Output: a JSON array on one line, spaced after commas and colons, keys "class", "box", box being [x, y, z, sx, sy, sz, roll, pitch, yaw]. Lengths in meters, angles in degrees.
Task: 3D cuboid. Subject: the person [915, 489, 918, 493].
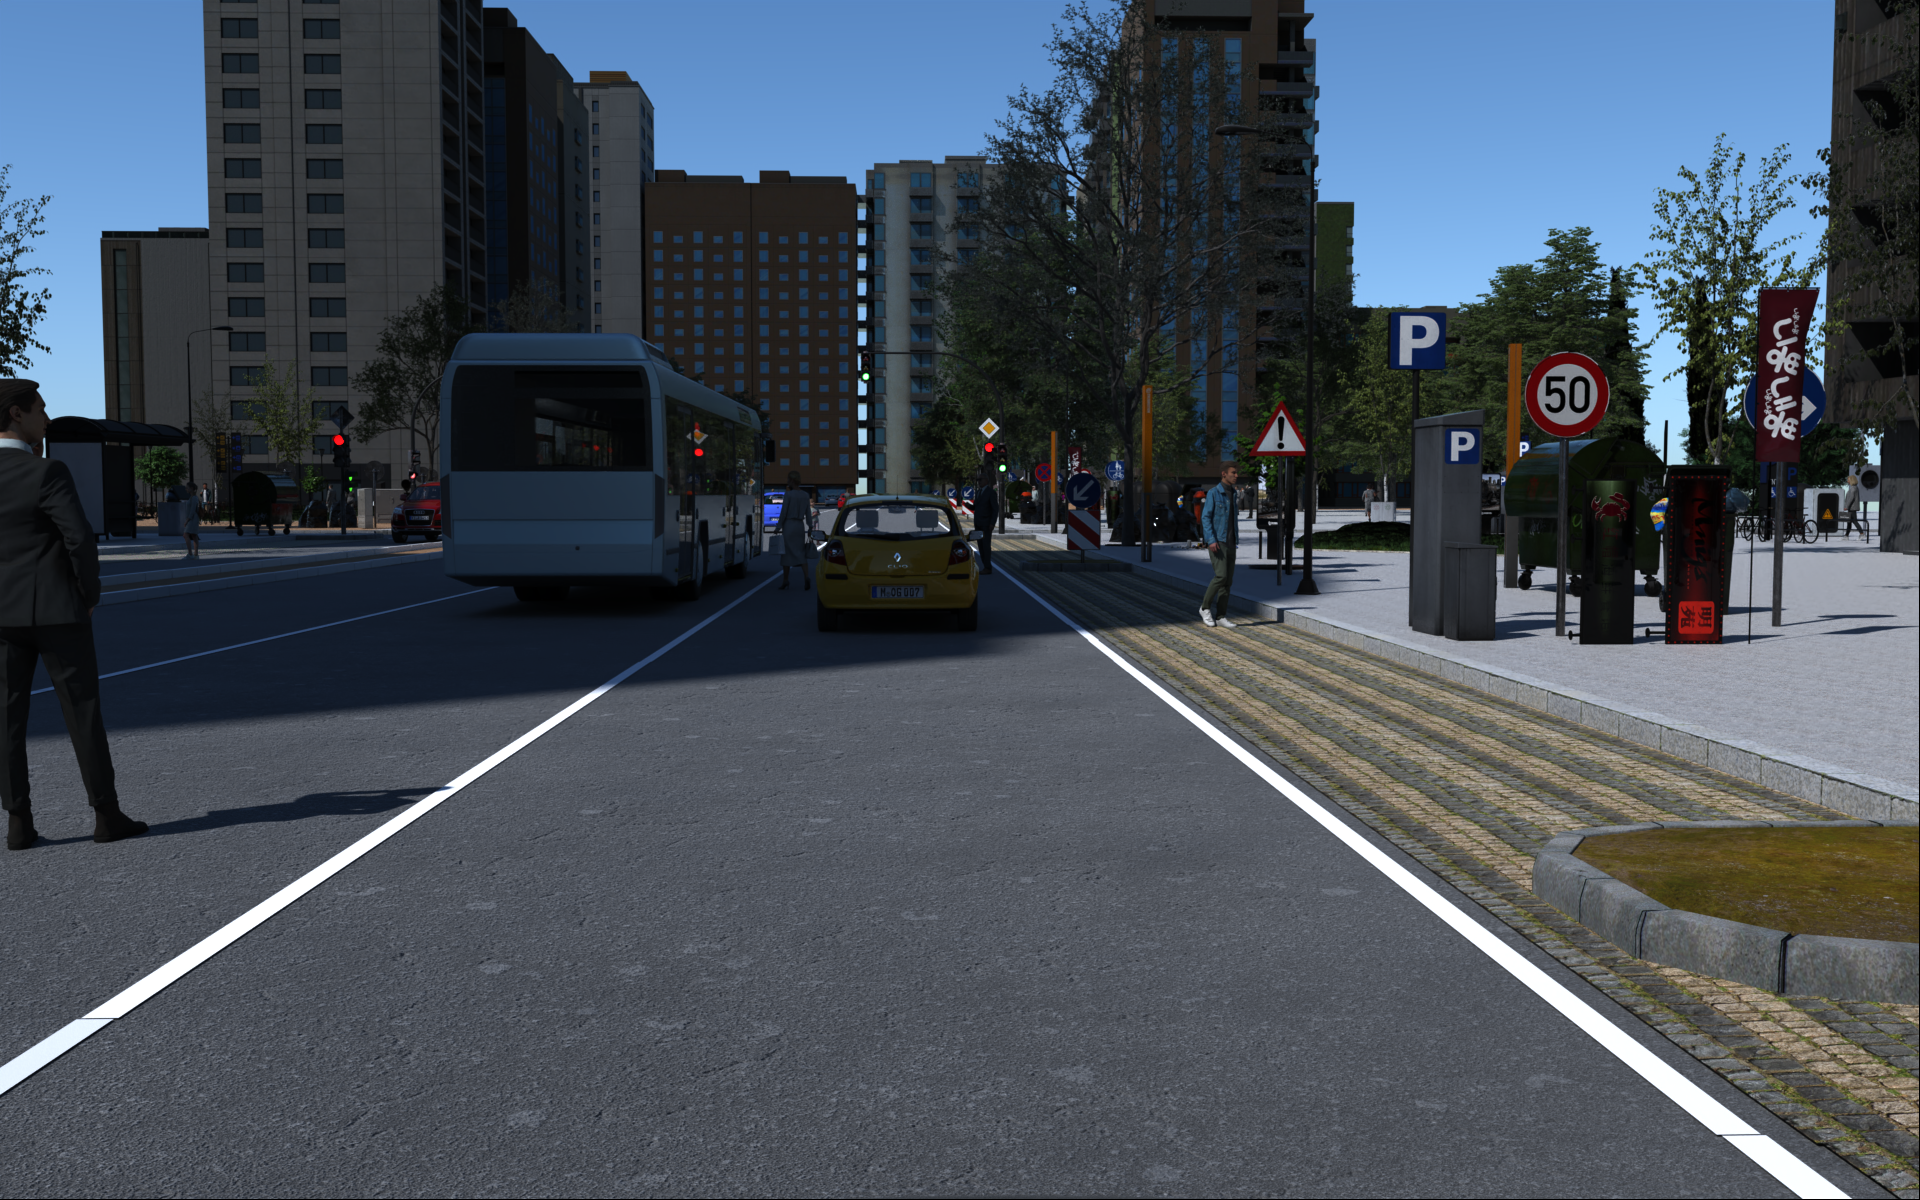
[{"class": "person", "box": [-3.280, -7.548, 131.913, 0.555, 1.821, 0.388, 0, 4, -1]}]

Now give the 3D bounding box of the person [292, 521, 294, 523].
[{"class": "person", "box": [-29.786, -4.307, 76.557, 0.767, 1.812, 0.694, -3, 5, -39]}]

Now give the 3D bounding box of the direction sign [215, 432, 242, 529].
[{"class": "direction sign", "box": [-26.818, -4.378, 63.580, 0.876, 3.537, 0.379, -1, 4, -11]}]

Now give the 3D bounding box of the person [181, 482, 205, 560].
[{"class": "person", "box": [-16.830, -1.741, 37.973, 0.522, 1.701, 0.512, -2, 4, -29]}]

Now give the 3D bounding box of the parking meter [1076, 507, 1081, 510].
[{"class": "parking meter", "box": [5.259, -4.123, 75.822, 0.372, 1.533, 0.369, 0, 3, 0]}]

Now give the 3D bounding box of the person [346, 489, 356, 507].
[{"class": "person", "box": [-32.788, -5.309, 93.126, 0.520, 1.790, 0.573, -2, 4, -27]}]

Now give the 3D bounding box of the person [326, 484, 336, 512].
[{"class": "person", "box": [-34.586, -5.452, 95.280, 0.767, 1.812, 0.694, 1, 4, 23]}]

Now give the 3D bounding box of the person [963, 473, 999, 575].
[{"class": "person", "box": [0.372, -1.366, 31.003, 0.590, 1.801, 0.661, -3, 5, -40]}]

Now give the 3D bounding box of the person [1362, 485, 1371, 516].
[{"class": "person", "box": [23.517, -5.720, 99.837, 0.678, 1.792, 0.850, 1, 4, 18]}]

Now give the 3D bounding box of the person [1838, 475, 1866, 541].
[{"class": "person", "box": [24.564, -2.535, 47.674, 0.728, 1.800, 0.709, 3, 5, 42]}]

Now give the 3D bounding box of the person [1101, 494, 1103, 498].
[{"class": "person", "box": [12.662, -9.392, 159.744, 1.348, 1.807, 0.705, 3, 5, 41]}]

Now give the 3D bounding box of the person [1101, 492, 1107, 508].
[{"class": "person", "box": [13.514, -9.534, 162.377, 0.568, 1.767, 0.683, 3, 4, 38]}]

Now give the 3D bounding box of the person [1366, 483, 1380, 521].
[{"class": "person", "box": [19.236, -4.533, 80.515, 0.532, 1.782, 0.716, -3, 5, -44]}]

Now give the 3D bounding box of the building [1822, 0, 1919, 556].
[{"class": "building", "box": [25.876, -16.094, 34.840, 14.160, 30.474, 14.107, 0, 4, -2]}]

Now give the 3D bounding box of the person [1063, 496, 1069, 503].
[{"class": "person", "box": [6.609, -5.954, 107.658, 0.475, 1.303, 0.640, 3, 4, 38]}]

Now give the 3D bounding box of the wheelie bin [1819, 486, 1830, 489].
[{"class": "wheelie bin", "box": [33.997, -3.684, 68.145, 0.693, 1.594, 0.980, 0, 4, -2]}]

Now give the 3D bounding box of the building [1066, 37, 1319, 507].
[{"class": "building", "box": [25.012, -34.632, 185.847, 23.786, 49.044, 30.456, 0, 4, -2]}]

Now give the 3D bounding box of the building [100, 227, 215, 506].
[{"class": "building", "box": [-84.652, -25.688, 191.702, 14.107, 30.474, 14.160, 0, 4, -2]}]

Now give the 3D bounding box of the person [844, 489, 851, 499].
[{"class": "person", "box": [-7.598, -6.667, 117.782, 0.520, 1.790, 0.573, 1, 4, 12]}]

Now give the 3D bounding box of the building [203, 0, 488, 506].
[{"class": "building", "box": [-49.254, -43.286, 145.970, 20.563, 71.187, 20.611, 0, 4, -2]}]

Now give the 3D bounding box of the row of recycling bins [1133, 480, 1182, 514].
[{"class": "row of recycling bins", "box": [5.925, -2.821, 53.243, 1.069, 1.692, 3.534, -1, 4, -13]}]

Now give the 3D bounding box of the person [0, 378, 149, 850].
[{"class": "person", "box": [-3.772, 0.045, 7.125, 0.648, 1.900, 0.474, 0, 4, 1]}]

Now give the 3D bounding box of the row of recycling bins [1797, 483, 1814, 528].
[{"class": "row of recycling bins", "box": [32.093, -3.619, 66.288, 1.069, 1.692, 3.534, 2, 4, 24]}]

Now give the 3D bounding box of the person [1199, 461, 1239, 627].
[{"class": "person", "box": [2.786, -0.593, 18.534, 0.601, 1.785, 0.444, -3, 4, -37]}]

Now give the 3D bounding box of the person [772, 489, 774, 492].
[{"class": "person", "box": [-13.185, -6.959, 122.508, 0.478, 1.798, 0.641, 0, 3, 0]}]

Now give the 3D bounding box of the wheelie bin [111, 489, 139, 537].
[{"class": "wheelie bin", "box": [-25.293, -2.725, 52.461, 0.693, 1.594, 0.980, 0, 4, -2]}]

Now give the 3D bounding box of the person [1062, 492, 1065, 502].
[{"class": "person", "box": [8.754, -8.413, 146.816, 0.991, 1.433, 0.599, 3, 4, 38]}]

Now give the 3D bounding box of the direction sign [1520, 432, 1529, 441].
[{"class": "direction sign", "box": [20.456, -4.377, 63.554, 0.876, 3.537, 0.379, -1, 4, -14]}]

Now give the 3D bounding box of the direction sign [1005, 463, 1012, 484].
[{"class": "direction sign", "box": [3.340, -8.242, 126.758, 0.876, 3.537, 0.379, 1, 4, 8]}]

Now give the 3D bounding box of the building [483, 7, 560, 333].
[{"class": "building", "box": [-46.332, -31.445, 164.241, 14.600, 45.320, 14.200, 0, 4, -2]}]

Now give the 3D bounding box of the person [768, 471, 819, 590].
[{"class": "person", "box": [-2.478, -1.038, 25.826, 0.694, 1.780, 0.624, -2, 4, -24]}]

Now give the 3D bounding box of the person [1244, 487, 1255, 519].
[{"class": "person", "box": [15.135, -5.218, 90.713, 0.474, 1.900, 0.648, 2, 4, 25]}]

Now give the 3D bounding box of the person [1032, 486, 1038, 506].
[{"class": "person", "box": [4.398, -5.929, 103.472, 0.782, 1.767, 0.515, 2, 4, 28]}]

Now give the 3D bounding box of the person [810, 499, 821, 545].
[{"class": "person", "box": [-4.060, -2.184, 48.480, 0.394, 1.301, 0.425, 3, 5, 40]}]

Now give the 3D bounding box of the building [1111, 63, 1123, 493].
[{"class": "building", "box": [21.127, -29.365, 163.712, 14.154, 41.232, 14.086, 0, 4, -2]}]

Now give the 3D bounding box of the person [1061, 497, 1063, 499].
[{"class": "person", "box": [8.035, -8.072, 141.249, 0.991, 1.433, 0.599, -1, 4, -16]}]

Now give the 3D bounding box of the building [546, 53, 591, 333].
[{"class": "building", "box": [-52.595, -34.528, 188.231, 21.600, 48.544, 21.300, 0, 4, -2]}]

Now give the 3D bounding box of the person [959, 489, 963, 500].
[{"class": "person", "box": [0.156, -11.589, 195.511, 1.348, 1.826, 0.705, 1, 4, 9]}]

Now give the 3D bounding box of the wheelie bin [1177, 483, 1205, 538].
[{"class": "wheelie bin", "box": [6.827, -2.611, 50.594, 0.980, 1.594, 0.693, -2, 4, -33]}]

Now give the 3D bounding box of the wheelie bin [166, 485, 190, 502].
[{"class": "wheelie bin", "box": [-28.435, -3.369, 62.998, 0.693, 1.594, 0.980, 1, 4, 20]}]

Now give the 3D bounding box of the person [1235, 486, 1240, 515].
[{"class": "person", "box": [16.809, -6.079, 105.642, 0.583, 1.804, 0.606, -1, 4, -22]}]

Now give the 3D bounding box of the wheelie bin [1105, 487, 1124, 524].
[{"class": "wheelie bin", "box": [6.699, -4.102, 74.983, 0.693, 1.594, 0.980, -2, 4, -33]}]

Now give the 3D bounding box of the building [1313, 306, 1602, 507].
[{"class": "building", "box": [51.929, -21.025, 188.802, 28.899, 21.520, 27.650, 0, 4, -2]}]

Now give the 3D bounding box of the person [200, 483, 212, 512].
[{"class": "person", "box": [-36.363, -4.745, 83.610, 0.794, 1.824, 0.713, 2, 4, 25]}]

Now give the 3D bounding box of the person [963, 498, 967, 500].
[{"class": "person", "box": [0.391, -8.111, 138.901, 0.529, 1.795, 0.600, 0, 4, -4]}]

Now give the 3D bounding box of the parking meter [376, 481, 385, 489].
[{"class": "parking meter", "box": [-26.602, -4.518, 79.577, 0.255, 1.863, 0.399, 1, 4, 18]}]

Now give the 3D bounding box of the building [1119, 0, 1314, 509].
[{"class": "building", "box": [21.604, -30.540, 149.435, 14.600, 45.320, 14.200, 0, 4, -2]}]

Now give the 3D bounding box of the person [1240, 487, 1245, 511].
[{"class": "person", "box": [21.961, -7.858, 134.704, 0.473, 1.802, 0.592, 1, 4, 23]}]

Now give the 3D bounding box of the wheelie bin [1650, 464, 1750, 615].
[{"class": "wheelie bin", "box": [7.937, -0.651, 18.549, 0.980, 1.594, 0.693, 1, 4, 9]}]

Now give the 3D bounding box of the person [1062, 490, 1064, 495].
[{"class": "person", "box": [11.567, -11.549, 195.546, 1.217, 1.739, 0.721, -3, 5, -41]}]
